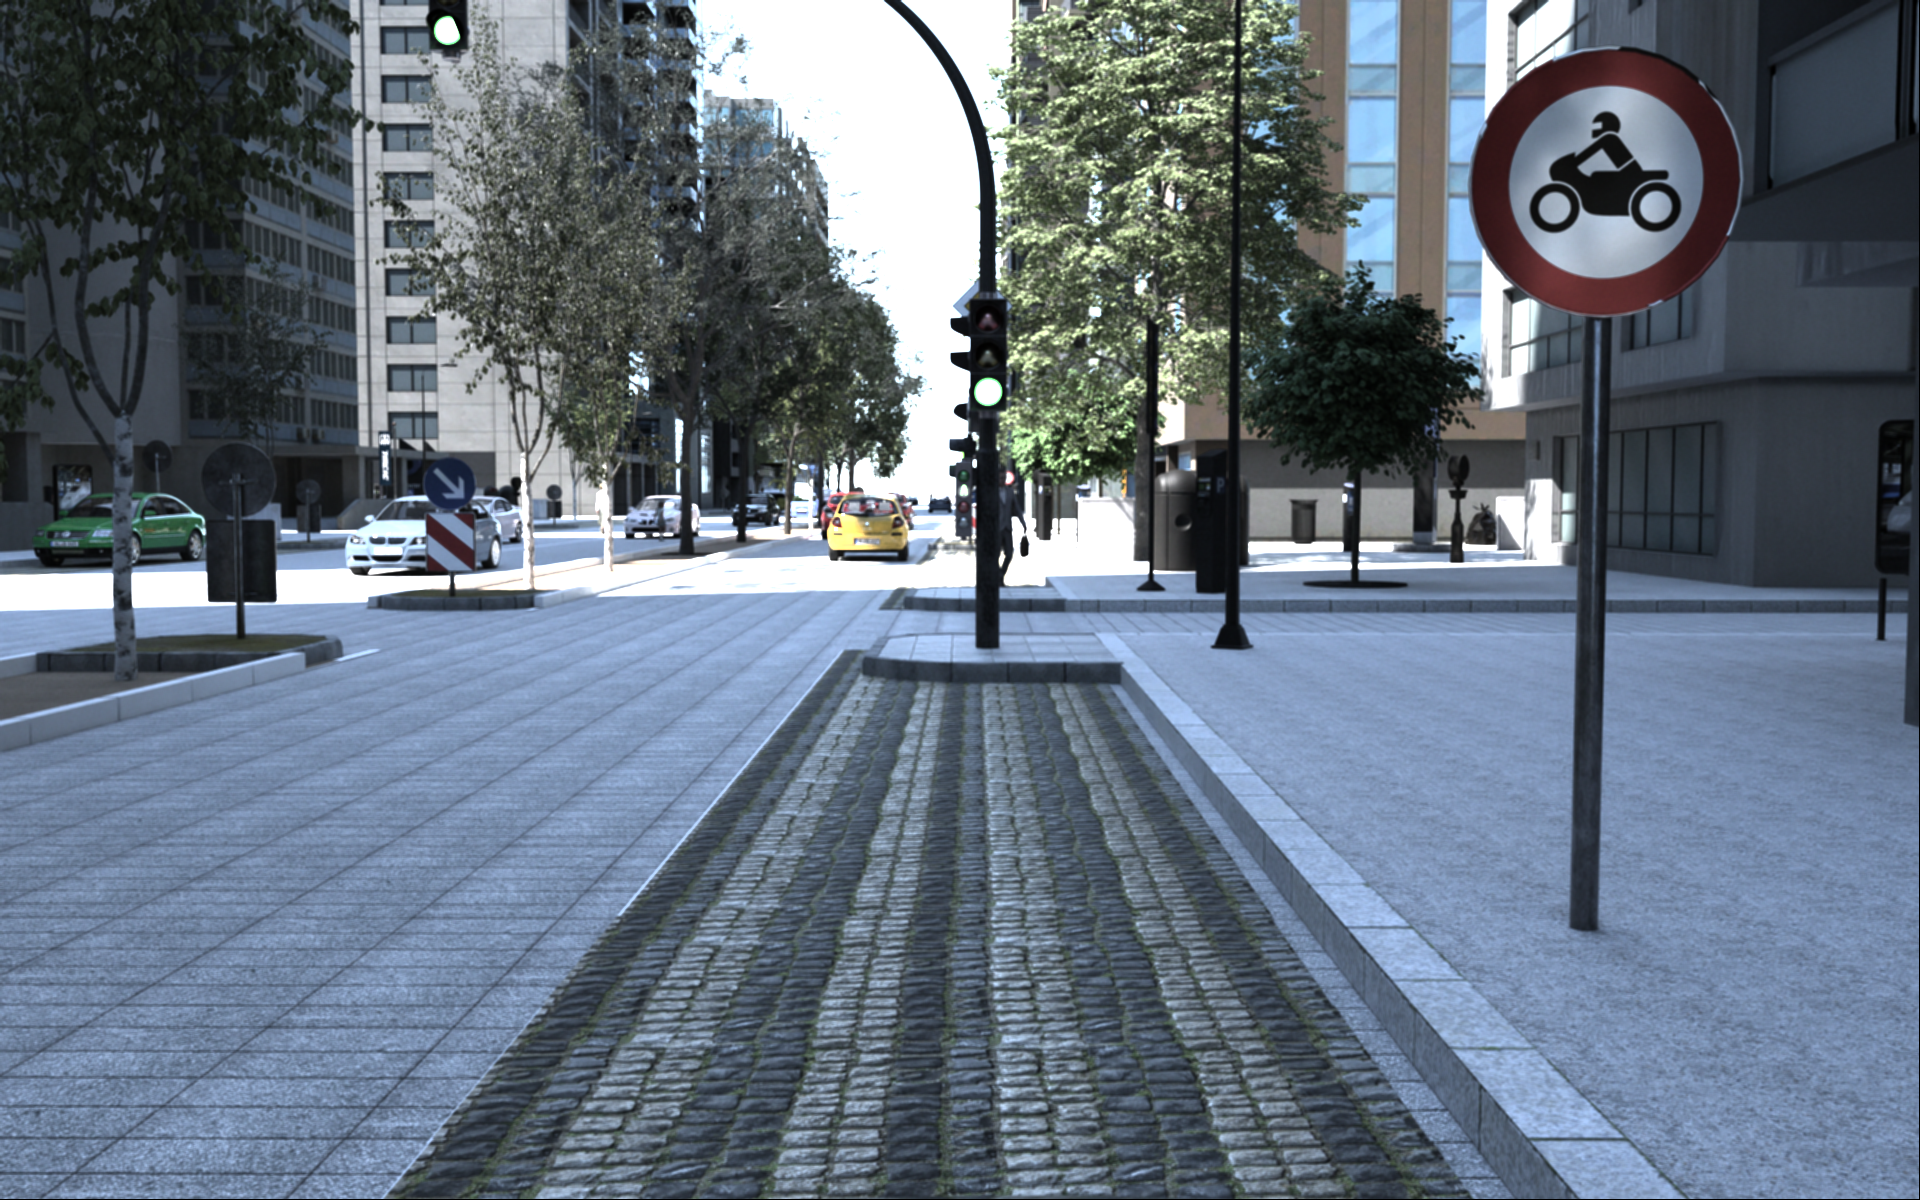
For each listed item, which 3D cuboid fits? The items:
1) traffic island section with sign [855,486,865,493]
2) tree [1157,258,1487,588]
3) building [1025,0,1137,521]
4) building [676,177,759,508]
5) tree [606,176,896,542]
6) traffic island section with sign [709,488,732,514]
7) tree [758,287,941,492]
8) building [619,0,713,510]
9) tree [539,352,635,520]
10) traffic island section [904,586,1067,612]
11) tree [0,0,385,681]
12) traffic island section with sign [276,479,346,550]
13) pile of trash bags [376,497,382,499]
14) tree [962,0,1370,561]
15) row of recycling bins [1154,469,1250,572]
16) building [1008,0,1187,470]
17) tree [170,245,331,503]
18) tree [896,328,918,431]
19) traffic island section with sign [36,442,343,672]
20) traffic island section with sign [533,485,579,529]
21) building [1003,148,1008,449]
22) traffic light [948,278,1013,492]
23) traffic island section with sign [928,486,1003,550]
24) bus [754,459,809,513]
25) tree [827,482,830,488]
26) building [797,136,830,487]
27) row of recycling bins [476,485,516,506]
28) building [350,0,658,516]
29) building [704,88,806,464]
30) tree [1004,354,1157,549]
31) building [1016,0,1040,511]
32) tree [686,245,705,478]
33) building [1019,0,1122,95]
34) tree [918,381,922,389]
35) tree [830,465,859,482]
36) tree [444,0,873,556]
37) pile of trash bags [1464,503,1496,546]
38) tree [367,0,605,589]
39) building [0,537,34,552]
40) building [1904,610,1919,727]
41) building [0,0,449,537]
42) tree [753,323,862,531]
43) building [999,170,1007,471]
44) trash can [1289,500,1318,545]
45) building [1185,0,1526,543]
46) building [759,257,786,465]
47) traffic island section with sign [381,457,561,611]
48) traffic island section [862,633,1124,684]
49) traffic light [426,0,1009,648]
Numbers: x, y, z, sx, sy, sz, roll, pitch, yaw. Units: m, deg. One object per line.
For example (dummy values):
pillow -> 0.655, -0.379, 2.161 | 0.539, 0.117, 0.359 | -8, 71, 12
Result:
traffic island section with sign -> -5.720, -5.456, 97.344 | 2.006, 1.907, 1.989 | 0, 4, 0
tree -> 5.577, -2.471, 24.109 | 4.285, 4.588, 4.351 | 0, 3, 0
building -> 14.723, -46.939, 80.118 | 22.319, 86.520, 31.000 | 0, 4, 0
building -> -26.552, -23.568, 157.039 | 14.160, 30.474, 14.107 | 0, 4, 0
tree -> -6.500, -6.956, 50.600 | 8.767, 10.594, 7.601 | 0, 4, 0
traffic island section with sign -> -16.611, -6.940, 122.102 | 1.989, 1.847, 2.006 | 0, 4, 0
tree -> -5.852, -10.628, 93.226 | 9.611, 12.733, 9.660 | 0, 3, 0
building -> -30.779, -50.164, 132.851 | 22.319, 86.520, 31.000 | 0, 4, 0
tree -> -19.085, -8.324, 86.467 | 4.737, 8.622, 4.395 | 0, 3, 0
traffic island section -> 0.311, -0.013, 22.491 | 2.009, 0.180, 2.903 | 0, 4, 0
tree -> -6.425, -3.695, 13.239 | 4.737, 8.622, 4.395 | 0, 3, 0
traffic island section with sign -> -17.242, -2.246, 45.342 | 1.989, 1.847, 2.006 | 0, 4, 0
pile of trash bags -> -28.106, -4.646, 85.719 | 1.912, 1.369, 3.447 | 1, 4, 9
tree -> 3.950, -7.024, 32.968 | 7.486, 12.596, 7.792 | 0, 3, 0
row of recycling bins -> 4.178, -1.406, 30.097 | 1.069, 1.692, 3.534 | 2, 4, 26
building -> 11.215, -30.601, 150.443 | 14.600, 45.320, 14.200 | 0, 4, 0
tree -> -20.456, -6.116, 50.354 | 4.360, 8.622, 3.978 | 0, 3, 0
tree -> -6.037, -7.507, 59.604 | 8.767, 10.594, 7.601 | 0, 4, 0
traffic island section with sign -> -6.412, -0.408, 14.801 | 2.006, 1.907, 1.989 | 0, 4, 0
traffic island section with sign -> -17.008, -3.894, 72.296 | 1.989, 1.847, 2.006 | 0, 4, 0
building -> 16.335, -33.737, 206.228 | 22.147, 44.769, 28.867 | 0, 4, 0
traffic light -> 0.271, -2.046, 22.378 | 0.839, 4.253, 0.868 | 0, 4, 0
traffic island section with sign -> 0.170, -2.208, 44.735 | 1.989, 1.847, 2.006 | 0, 4, 0
bus -> -12.729, -8.175, 125.210 | 2.896, 3.916, 12.252 | 0, 4, 0
tree -> -17.840, -14.448, 230.828 | 1.663, 3.219, 1.824 | 0, 3, 0
building -> -29.433, -37.566, 237.897 | 21.300, 48.544, 21.600 | 0, 4, 0
row of recycling bins -> -22.828, -4.621, 82.667 | 3.534, 1.692, 1.069 | -3, 5, -44
building -> -30.092, -40.922, 107.331 | 20.563, 71.187, 20.611 | 0, 4, 0
building -> -30.609, -36.210, 211.639 | 23.786, 49.044, 30.456 | 0, 4, 0
tree -> 3.274, -3.485, 40.693 | 4.285, 4.588, 4.351 | 0, 3, 0
building -> 11.403, -27.667, 135.945 | 14.154, 41.232, 14.086 | 0, 4, 0
tree -> -6.380, -4.786, 31.078 | 4.360, 8.622, 3.978 | 0, 3, 0
building -> 15.120, -28.115, 114.299 | 22.147, 44.769, 28.867 | 0, 4, 0
tree -> -6.056, -9.036, 84.602 | 8.767, 10.594, 7.601 | 0, 4, 0
tree -> -18.127, -20.244, 256.744 | 9.928, 11.665, 9.643 | 0, 3, 0
tree -> -6.439, -7.800, 40.358 | 12.009, 13.543, 11.850 | 0, 3, 0
pile of trash bags -> 14.513, -2.057, 43.385 | 3.447, 1.369, 1.912 | -1, 4, -20
tree -> -6.441, -4.444, 25.485 | 4.360, 8.622, 3.978 | 0, 3, 0
building -> -37.345, -20.940, 34.250 | 32.217, 40.220, 23.993 | 0, 4, 0
building -> 10.570, -19.684, 5.432 | 14.154, 41.232, 14.086 | 0, 4, 0
building -> -37.565, -22.893, 66.186 | 32.217, 40.220, 23.993 | 0, 4, 0
tree -> -5.692, -6.917, 65.918 | 4.737, 8.622, 4.395 | 0, 3, 0
building -> 16.429, -38.040, 245.661 | 21.300, 48.544, 21.600 | 0, 4, 0
trash can -> 8.748, -1.985, 44.109 | 0.748, 1.137, 0.748 | 0, 3, 0
building -> 12.789, -24.510, 50.848 | 14.600, 45.320, 14.200 | 0, 4, 0
building -> -26.692, -25.537, 189.232 | 14.160, 30.474, 14.107 | 0, 4, 0
traffic island section with sign -> -6.341, -0.861, 22.208 | 2.006, 1.907, 1.989 | 0, 4, 0
traffic island section -> 0.244, 0.476, 14.506 | 2.009, 0.180, 2.903 | 0, 4, 0
traffic light -> -1.889, -2.422, 14.269 | 4.771, 5.953, 1.251 | 0, 4, 0
